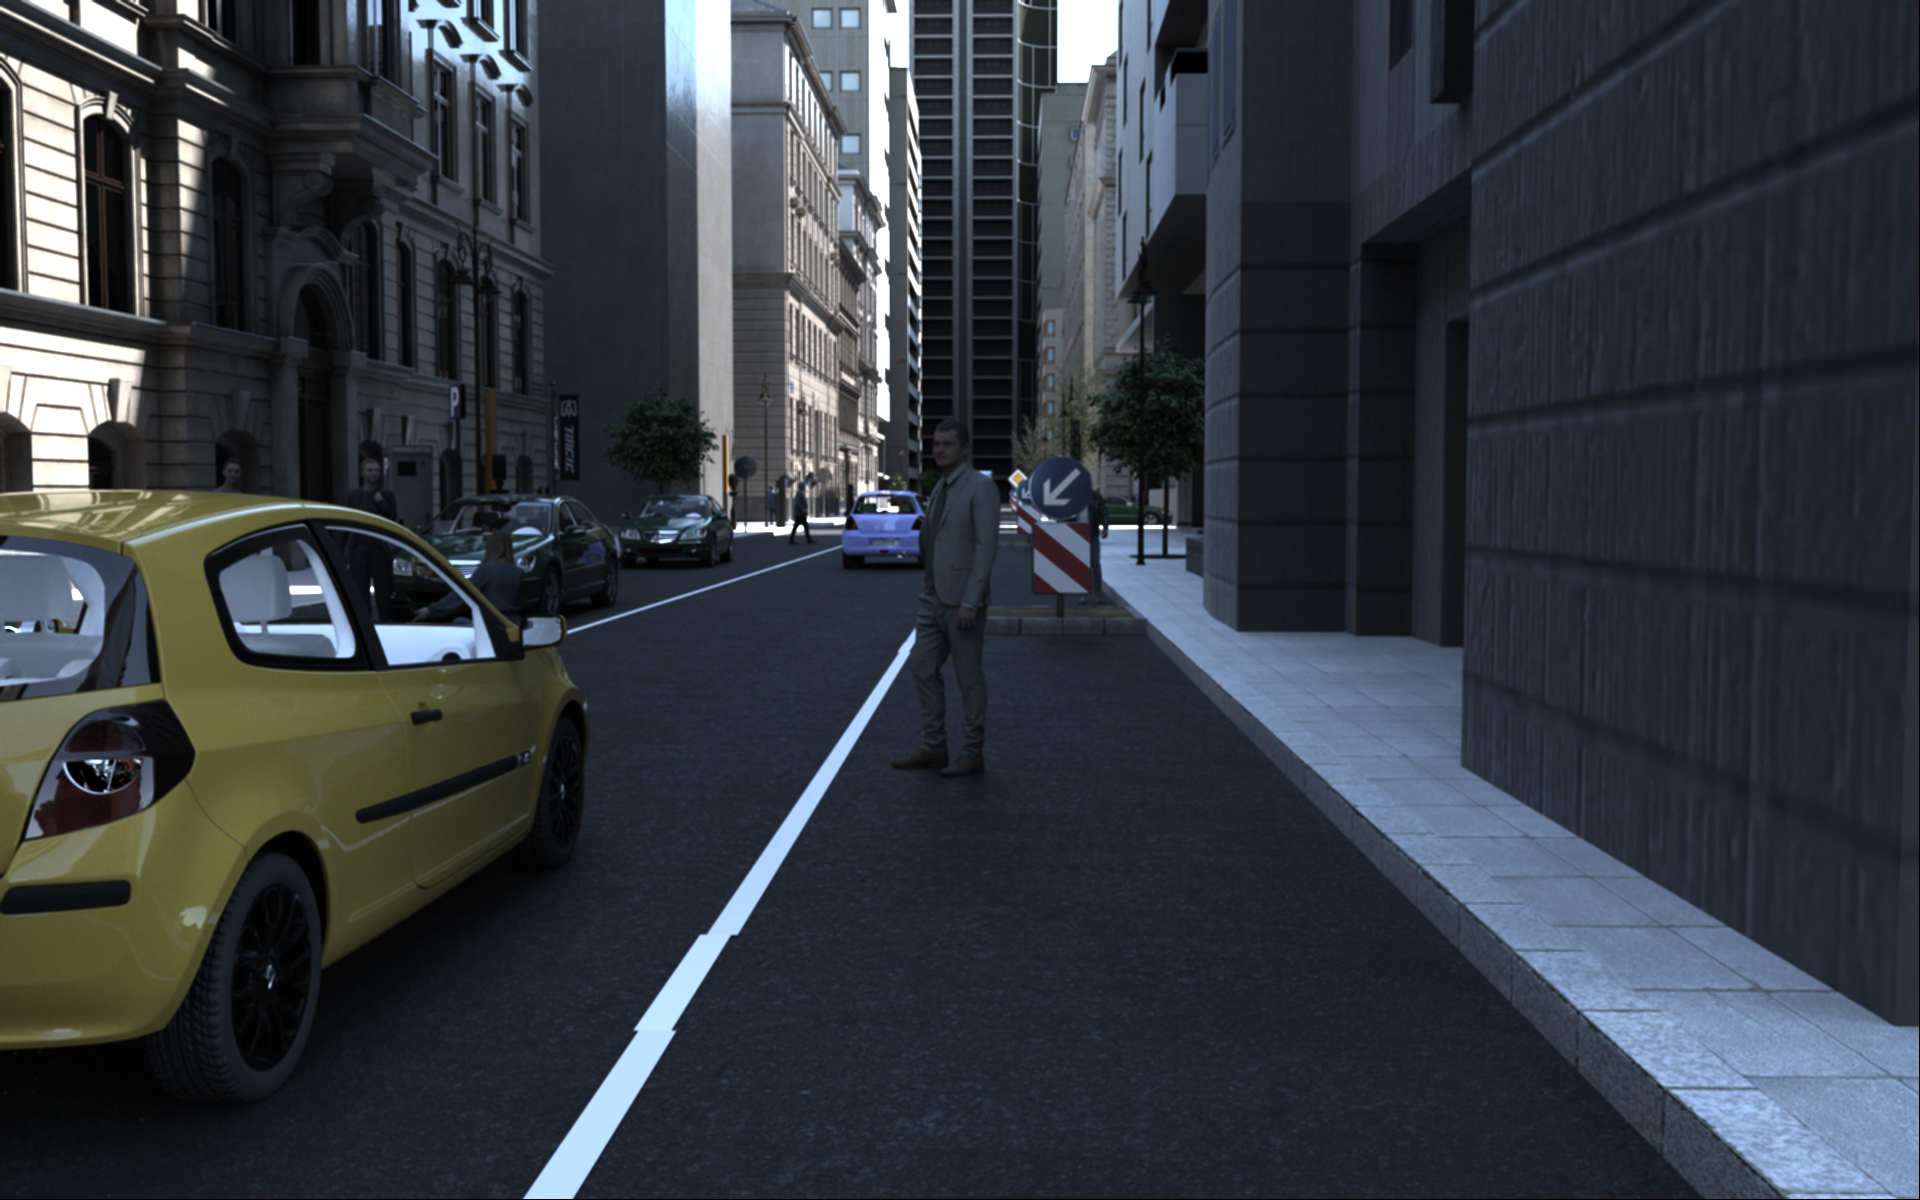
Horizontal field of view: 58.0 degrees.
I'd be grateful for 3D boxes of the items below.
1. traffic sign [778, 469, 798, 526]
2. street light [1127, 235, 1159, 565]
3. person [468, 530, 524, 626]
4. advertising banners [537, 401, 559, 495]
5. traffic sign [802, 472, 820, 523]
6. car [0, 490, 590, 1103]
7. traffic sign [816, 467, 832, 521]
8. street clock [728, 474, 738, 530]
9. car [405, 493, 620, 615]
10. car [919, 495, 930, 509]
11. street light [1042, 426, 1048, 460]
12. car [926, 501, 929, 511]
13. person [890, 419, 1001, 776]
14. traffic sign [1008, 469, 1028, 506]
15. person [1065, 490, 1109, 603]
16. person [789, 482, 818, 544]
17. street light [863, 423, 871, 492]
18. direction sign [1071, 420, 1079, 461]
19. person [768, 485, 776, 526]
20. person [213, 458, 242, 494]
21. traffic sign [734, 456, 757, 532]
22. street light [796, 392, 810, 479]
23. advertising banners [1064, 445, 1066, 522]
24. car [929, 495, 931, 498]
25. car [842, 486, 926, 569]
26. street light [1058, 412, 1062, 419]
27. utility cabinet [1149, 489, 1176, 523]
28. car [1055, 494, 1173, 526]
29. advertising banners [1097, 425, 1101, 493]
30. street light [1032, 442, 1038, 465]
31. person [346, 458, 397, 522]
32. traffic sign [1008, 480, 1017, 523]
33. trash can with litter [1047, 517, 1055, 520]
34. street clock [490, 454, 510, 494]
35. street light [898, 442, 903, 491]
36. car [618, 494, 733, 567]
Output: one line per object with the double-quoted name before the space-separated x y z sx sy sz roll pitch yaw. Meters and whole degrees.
"traffic sign" -6.802 -3.971 68.571 0.795 2.450 0.064 0 4 2
"street light" 3.276 -3.574 31.225 0.468 5.910 1.993 0 4 2
"person" -3.808 0.019 13.693 1.012 1.151 0.738 -3 5 -41
"advertising banners" -7.646 -2.206 32.261 0.090 3.025 2.074 0 4 -3
"traffic sign" -6.583 -4.459 76.553 0.795 2.450 0.064 0 4 2
"car" -2.403 0.287 5.531 2.015 1.641 3.980 0 4 2
"traffic sign" -6.520 -5.062 82.876 0.768 2.556 0.104 0 4 8
"street clock" -8.033 -3.477 61.417 0.358 2.002 0.471 1 4 12
"car" -5.378 -0.547 20.748 2.131 1.459 4.920 0 4 2
"car" -3.027 -7.450 134.392 1.945 1.354 3.894 0 4 0
"street light" 5.628 -8.684 114.775 0.468 5.910 1.993 0 4 2
"car" -0.659 -4.679 85.302 1.959 1.807 4.718 0 4 3
"person" -0.028 -0.018 8.901 0.391 1.810 0.635 -3 4 -39
"traffic sign" 2.289 -3.955 68.302 0.795 2.450 0.064 0 4 2
"person" 1.646 -0.859 22.895 0.623 1.781 0.721 0 4 -1
"person" -4.496 -2.494 49.680 0.834 1.777 0.661 0 4 -5
"street light" -6.010 -8.565 112.828 0.468 5.910 1.993 0 4 2
"direction sign" 3.540 -3.755 53.395 0.379 3.537 0.876 -1 4 -12
"person" -7.866 -3.932 72.974 0.721 1.800 0.419 0 4 3
"person" -7.045 -0.484 16.747 0.374 1.781 0.599 1 4 13
"traffic sign" -7.196 -3.544 58.046 0.768 2.556 0.104 0 4 3
"street light" -6.982 -6.384 77.168 0.468 5.910 1.993 0 4 2
"advertising banners" 3.723 -3.999 61.567 0.090 3.025 2.074 0 4 3
"car" -2.160 -9.318 161.947 1.945 1.707 3.694 0 4 1
"car" -1.383 -1.525 34.528 1.945 1.707 3.694 0 4 1
"street light" 4.703 -6.470 78.576 0.468 5.910 1.993 0 4 2
"utility cabinet" 8.918 -4.139 76.352 1.173 1.500 0.318 -1 4 -19
"car" 6.395 -3.681 71.978 4.920 1.459 2.131 0 4 1
"advertising banners" 3.530 -2.935 44.178 0.090 3.025 2.074 0 4 4
"street light" 6.537 -10.889 150.820 0.468 5.910 1.993 0 4 2
"person" -5.684 -0.473 16.662 0.576 1.772 0.534 -2 4 -26
"traffic sign" 2.507 -4.443 76.284 0.795 2.450 0.064 0 4 2
"trash can with litter" 4.744 -4.591 86.446 0.624 1.170 1.055 -2 4 -30
"street clock" -8.416 -1.658 31.683 0.358 2.002 0.471 -1 4 -18
"street light" -5.052 -10.744 148.457 0.468 5.910 1.993 0 4 2
"car" -5.742 -1.443 35.394 2.131 1.459 4.920 0 4 0
